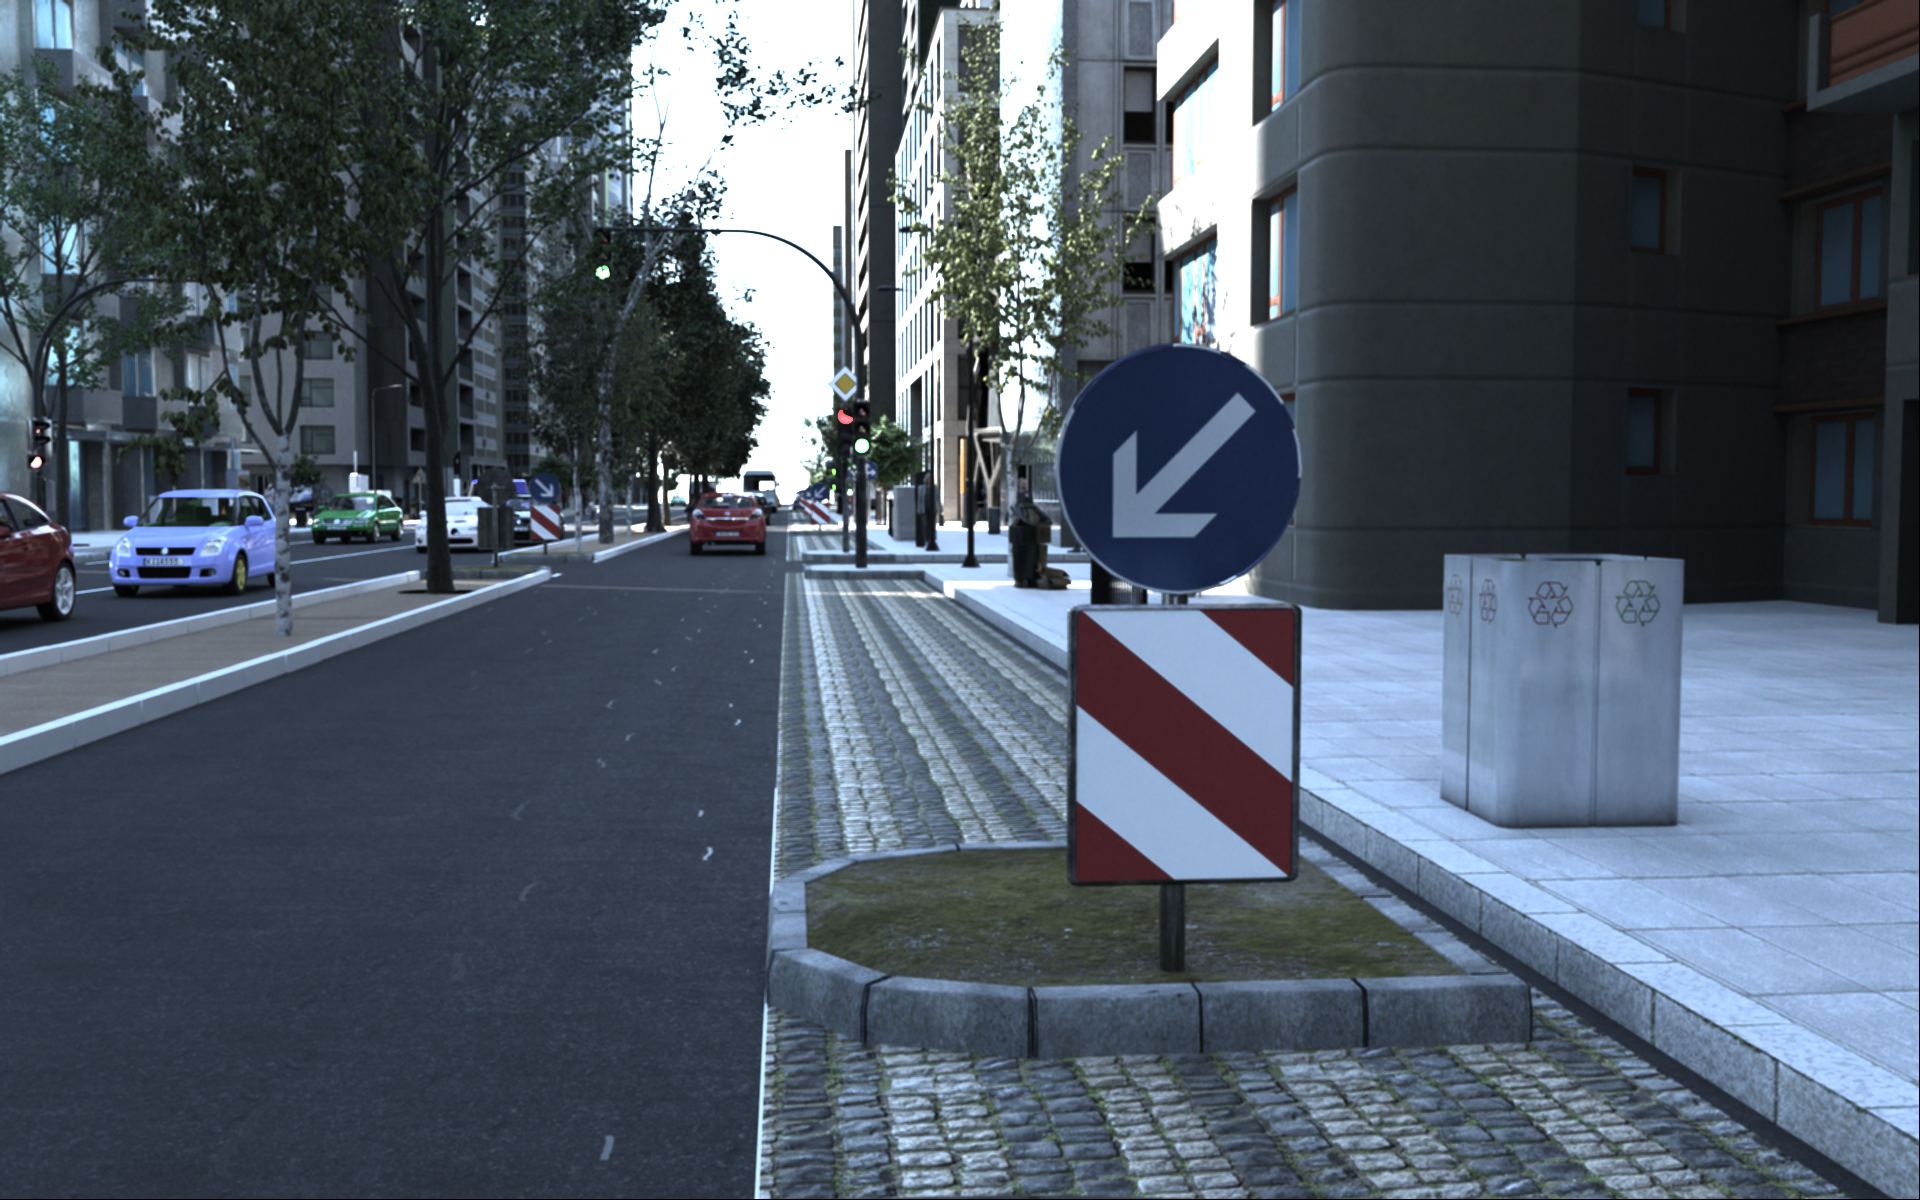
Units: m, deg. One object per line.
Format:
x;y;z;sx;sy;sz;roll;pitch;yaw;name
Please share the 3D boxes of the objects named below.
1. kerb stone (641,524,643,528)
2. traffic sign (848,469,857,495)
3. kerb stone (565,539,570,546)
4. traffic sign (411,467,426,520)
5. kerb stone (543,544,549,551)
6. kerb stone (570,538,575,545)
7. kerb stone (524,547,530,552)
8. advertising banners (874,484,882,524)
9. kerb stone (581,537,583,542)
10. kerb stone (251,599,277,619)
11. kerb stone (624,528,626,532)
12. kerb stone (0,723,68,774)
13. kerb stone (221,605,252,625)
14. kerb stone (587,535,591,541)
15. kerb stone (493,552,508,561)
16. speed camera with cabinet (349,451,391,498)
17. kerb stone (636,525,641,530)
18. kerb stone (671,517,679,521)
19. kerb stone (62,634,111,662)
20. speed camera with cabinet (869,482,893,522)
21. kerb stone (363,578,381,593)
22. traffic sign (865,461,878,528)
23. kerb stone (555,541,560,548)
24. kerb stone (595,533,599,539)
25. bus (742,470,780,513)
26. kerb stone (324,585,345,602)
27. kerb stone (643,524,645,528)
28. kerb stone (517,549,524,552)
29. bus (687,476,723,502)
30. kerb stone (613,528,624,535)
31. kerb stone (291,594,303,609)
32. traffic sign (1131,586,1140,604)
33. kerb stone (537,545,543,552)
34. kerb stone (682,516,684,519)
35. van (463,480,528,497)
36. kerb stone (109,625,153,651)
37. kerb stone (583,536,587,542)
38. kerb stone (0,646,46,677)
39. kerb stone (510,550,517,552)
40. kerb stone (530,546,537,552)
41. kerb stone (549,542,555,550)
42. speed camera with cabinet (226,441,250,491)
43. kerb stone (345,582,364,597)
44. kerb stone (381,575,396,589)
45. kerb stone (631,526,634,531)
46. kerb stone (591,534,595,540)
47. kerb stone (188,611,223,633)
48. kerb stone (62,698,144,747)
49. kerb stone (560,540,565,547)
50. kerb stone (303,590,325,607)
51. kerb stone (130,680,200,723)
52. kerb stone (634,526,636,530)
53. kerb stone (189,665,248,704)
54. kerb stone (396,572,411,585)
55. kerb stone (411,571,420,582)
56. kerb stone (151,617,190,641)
-13.146;-2.968;70.724;0.120;0.150;1.000;0;4;-6;kerb stone
-4.928;-4.971;81.379;0.768;2.556;0.104;0;4;-4;traffic sign
-10.849;-1.534;47.281;0.120;0.150;1.000;0;4;-6;kerb stone
-26.258;-5.155;84.295;0.884;2.594;0.081;0;4;-2;traffic sign
-10.442;-1.284;43.198;0.120;0.150;1.000;0;4;-6;kerb stone
-10.943;-1.596;48.298;0.120;0.150;1.000;0;4;-6;kerb stone
-10.151;-1.097;40.137;0.120;0.150;1.000;0;4;-6;kerb stone
-3.510;-4.740;73.683;0.090;3.025;2.074;0;4;6;advertising banners
-11.142;-1.720;50.333;0.120;0.150;1.000;0;4;-6;kerb stone
-8.186;0.121;20.225;0.120;0.150;1.000;0;4;-6;kerb stone
-12.452;-2.524;63.591;0.120;0.150;1.000;0;4;-6;kerb stone
-5.004;0.792;9.254;0.120;0.150;1.000;0;4;-6;kerb stone
-8.096;0.183;19.206;0.120;0.150;1.000;0;4;-6;kerb stone
-11.343;-1.844;52.381;0.120;0.150;1.000;0;4;-6;kerb stone
-9.856;-0.910;37.075;0.120;0.150;1.000;0;4;-6;kerb stone
-26.989;-5.195;79.275;2.038;3.252;0.660;2;4;26;speed camera with cabinet
-13.053;-2.906;69.706;0.120;0.150;1.000;0;4;-6;kerb stone
-15.365;-4.342;93.191;0.120;0.150;1.000;0;4;-6;kerb stone
-7.695;0.437;15.125;0.120;0.150;1.000;0;4;-6;kerb stone
-3.264;-5.163;78.758;2.038;3.252;0.660;1;4;11;speed camera with cabinet
-8.690;-0.192;25.338;0.120;0.150;1.000;0;4;-6;kerb stone
-3.503;-4.045;66.245;0.768;2.556;0.104;0;4;1;traffic sign
-10.648;-1.407;45.238;0.120;0.150;1.000;0;4;-6;kerb stone
-11.546;-1.971;54.418;0.120;0.150;1.000;0;4;-6;kerb stone
-15.771;-8.710;137.269;2.948;3.499;13.247;0;4;-5;bus
-8.494;-0.067;23.291;0.120;0.150;1.000;0;4;-6;kerb stone
-13.248;-3.031;71.752;0.120;0.150;1.000;0;4;-6;kerb stone
-10.043;-1.035;39.121;0.120;0.150;1.000;0;4;-6;kerb stone
-24.400;-10.707;166.602;2.896;3.916;12.252;0;4;-5;bus
-12.355;-2.470;62.573;0.120;0.150;1.000;0;4;-6;kerb stone
-8.289;0.058;21.242;0.120;0.150;1.000;0;4;-6;kerb stone
1.650;-0.985;16.207;0.768;2.556;0.104;0;4;1;traffic sign
-10.346;-1.217;42.180;0.120;0.150;1.000;0;4;-6;kerb stone
-15.763;-4.589;97.278;0.120;0.150;1.000;0;4;-6;kerb stone
-19.428;-4.183;72.779;2.240;2.365;5.245;0;4;-5;van
-7.791;0.370;16.142;0.120;0.150;1.000;0;4;-6;kerb stone
-11.252;-1.784;51.363;0.120;0.150;1.000;0;4;-6;kerb stone
-7.597;0.495;14.103;0.120;0.150;1.000;0;4;-6;kerb stone
-9.942;-0.972;38.093;0.120;0.150;1.000;0;4;-6;kerb stone
-10.248;-1.160;41.162;0.120;0.150;1.000;0;4;-6;kerb stone
-10.546;-1.347;44.221;0.120;0.150;1.000;0;4;-6;kerb stone
-27.019;-4.247;63.776;0.660;3.252;2.038;1;4;13;speed camera with cabinet
-8.593;-0.127;24.318;0.120;0.150;1.000;0;4;-6;kerb stone
-8.797;-0.255;26.361;0.120;0.150;1.000;0;4;-6;kerb stone
-12.754;-2.719;66.651;0.120;0.150;1.000;0;4;-6;kerb stone
-11.449;-1.908;53.398;0.120;0.150;1.000;0;4;-6;kerb stone
-7.992;0.246;18.189;0.120;0.150;1.000;0;4;-6;kerb stone
-5.108;0.729;10.271;0.120;0.150;1.000;0;4;-6;kerb stone
-10.749;-1.466;46.257;0.120;0.150;1.000;0;4;-6;kerb stone
-8.393;-0.004;22.264;0.120;0.150;1.000;0;4;-6;kerb stone
-5.207;0.667;11.294;0.120;0.150;1.000;0;4;-6;kerb stone
-12.849;-2.781;67.669;0.120;0.150;1.000;0;4;-6;kerb stone
-5.301;0.604;12.313;0.120;0.150;1.000;0;4;-6;kerb stone
-8.903;-0.314;27.391;0.120;0.150;1.000;0;4;-6;kerb stone
-8.990;-0.378;28.409;0.120;0.150;1.000;0;4;-6;kerb stone
-7.894;0.308;17.168;0.120;0.150;1.000;0;4;-6;kerb stone
